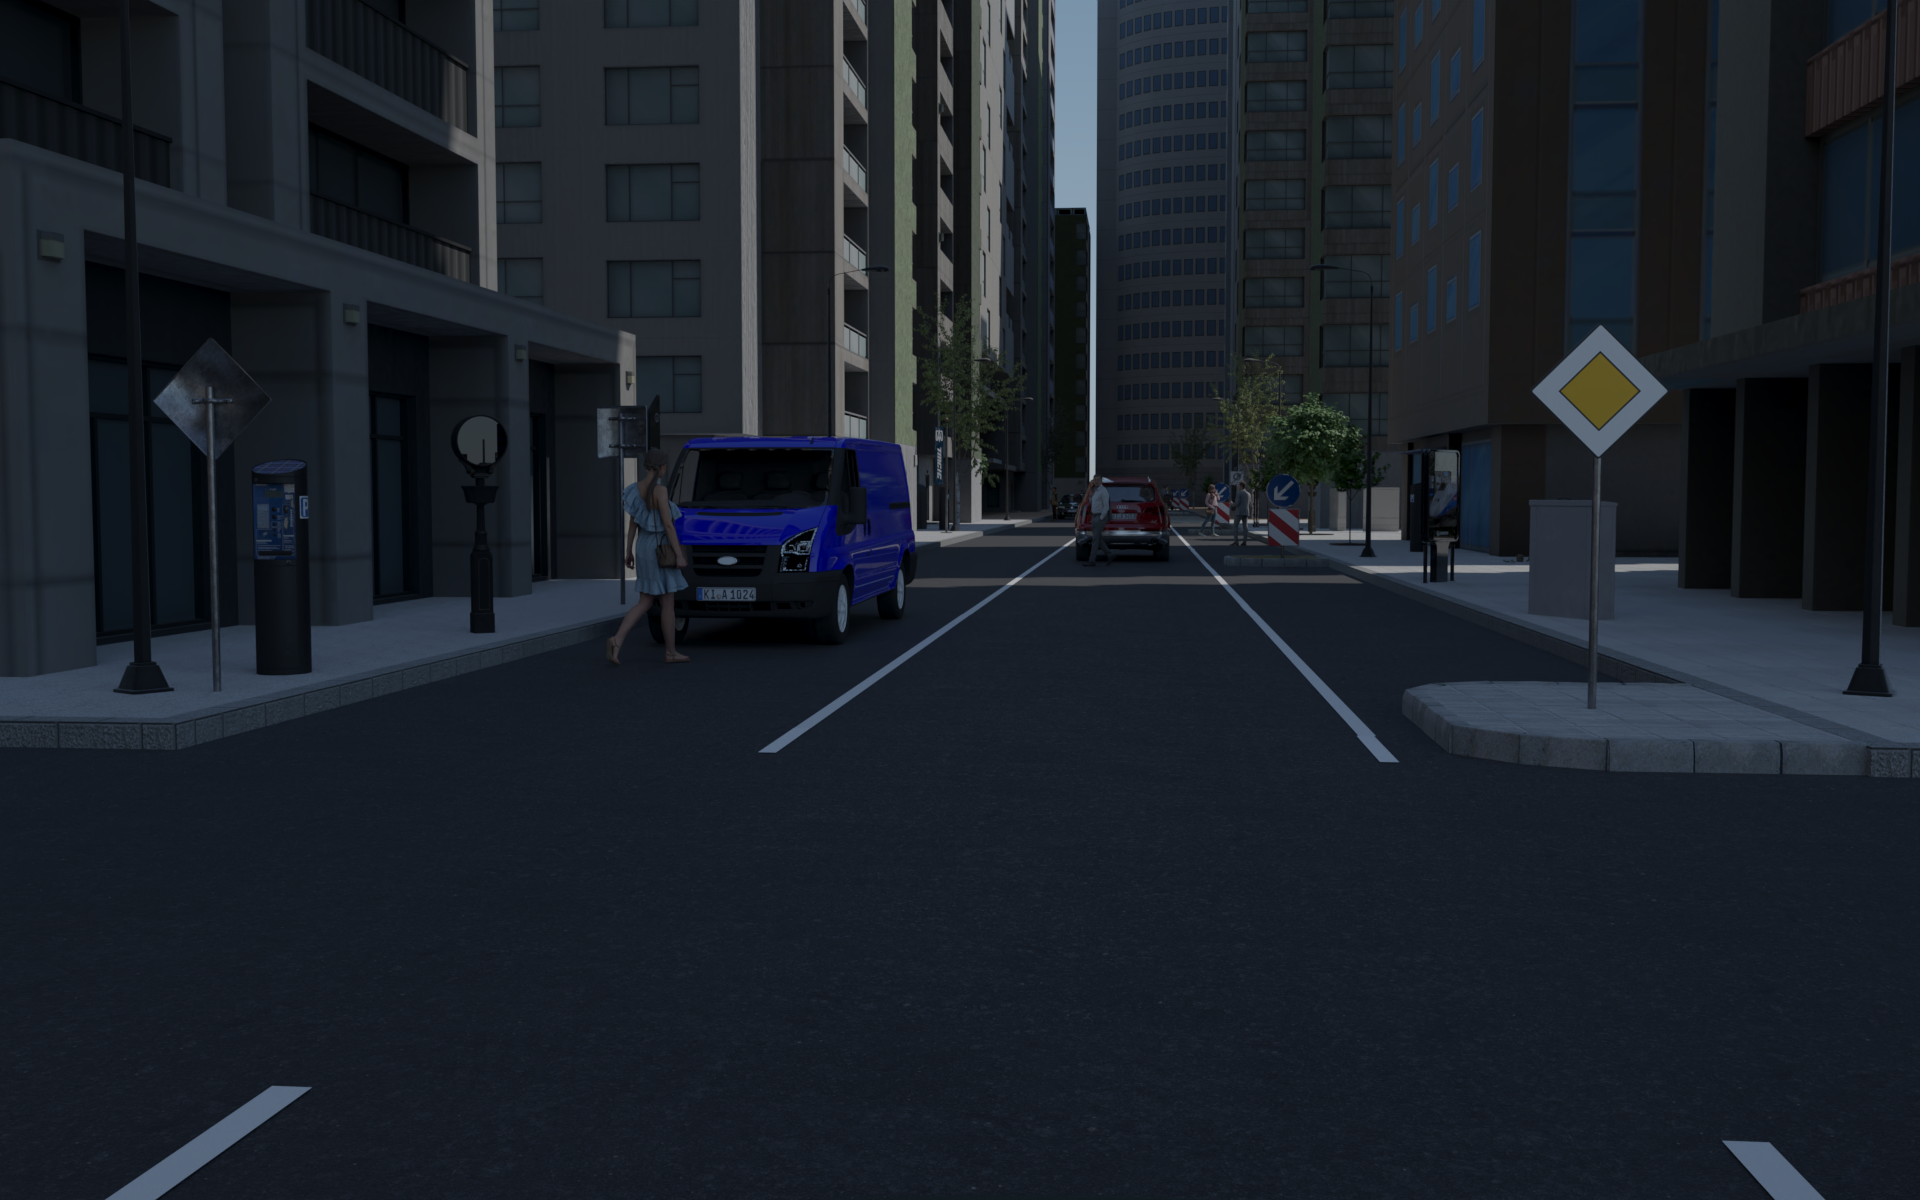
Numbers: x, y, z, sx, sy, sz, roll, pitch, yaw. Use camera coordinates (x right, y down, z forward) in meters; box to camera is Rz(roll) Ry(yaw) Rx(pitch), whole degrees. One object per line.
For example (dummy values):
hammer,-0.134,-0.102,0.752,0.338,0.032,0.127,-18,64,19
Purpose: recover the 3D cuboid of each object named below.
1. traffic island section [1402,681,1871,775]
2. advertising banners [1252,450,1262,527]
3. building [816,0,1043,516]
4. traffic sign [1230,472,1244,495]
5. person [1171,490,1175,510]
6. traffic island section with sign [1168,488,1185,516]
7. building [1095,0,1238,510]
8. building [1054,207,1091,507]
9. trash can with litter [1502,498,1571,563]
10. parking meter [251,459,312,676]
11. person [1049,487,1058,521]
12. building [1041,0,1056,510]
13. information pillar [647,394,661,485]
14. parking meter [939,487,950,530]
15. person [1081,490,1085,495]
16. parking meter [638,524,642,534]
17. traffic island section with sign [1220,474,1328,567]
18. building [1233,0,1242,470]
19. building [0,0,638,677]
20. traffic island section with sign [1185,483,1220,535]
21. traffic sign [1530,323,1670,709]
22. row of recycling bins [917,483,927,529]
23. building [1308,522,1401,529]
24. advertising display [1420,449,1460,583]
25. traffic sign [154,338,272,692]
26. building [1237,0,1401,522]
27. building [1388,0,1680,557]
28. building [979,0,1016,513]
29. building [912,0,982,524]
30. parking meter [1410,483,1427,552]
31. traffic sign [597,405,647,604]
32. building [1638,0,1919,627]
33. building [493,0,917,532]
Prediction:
traffic island section,3.795,0.729,10.359,2.009,0.180,2.903,0,4,6
advertising banners,11.558,-4.346,67.251,0.090,3.025,2.074,1,4,18
building,-1.619,-26.796,121.711,14.154,41.232,14.086,0,4,6
traffic sign,12.374,-4.605,77.420,0.606,2.300,0.079,1,4,9
person,18.600,-8.740,151.365,0.705,1.831,1.348,2,4,26
traffic island section with sign,14.391,-6.335,112.210,1.989,1.847,2.006,0,4,6
building,28.186,-38.921,178.351,28.212,58.520,21.231,0,4,6
building,6.262,-24.803,177.229,14.107,30.474,14.160,0,4,6
trash can with litter,11.141,-1.345,33.051,2.233,1.210,1.678,-2,4,-26
parking meter,-4.845,-0.242,12.374,0.372,1.533,0.369,0,3,0
person,5.007,-5.121,92.324,0.705,1.812,1.348,-1,4,-10
building,-5.972,-37.211,150.402,28.212,58.520,21.231,0,4,6
information pillar,-7.165,-3.012,40.607,0.183,3.616,0.504,1,4,19
parking meter,-0.567,-3.273,61.926,0.372,1.533,0.369,0,3,0
person,9.533,-7.608,133.337,0.683,1.767,0.568,0,4,-4
parking meter,-7.417,-1.941,40.151,0.372,1.533,0.369,0,3,0
traffic island section with sign,6.376,-1.618,35.074,1.989,1.847,2.006,0,4,6
building,32.609,-32.186,115.487,28.713,52.752,27.495,0,4,6
building,-15.606,-35.657,21.237,20.563,71.187,20.611,0,4,6
traffic island section with sign,9.174,-3.257,61.884,1.989,1.847,2.006,0,4,6
traffic sign,3.771,-0.406,10.284,0.795,2.450,0.064,0,4,6
row of recycling bins,-2.464,-3.396,62.645,1.069,1.692,3.534,3,5,40
building,21.025,-18.203,69.326,14.160,30.474,14.107,0,4,6
advertising display,6.977,-1.221,25.180,0.123,1.923,0.974,3,5,42
traffic sign,-4.825,-0.462,11.195,0.795,2.450,0.064,0,4,6
building,22.515,-19.855,96.330,14.160,30.474,14.107,0,4,6
building,18.228,-23.847,40.012,14.600,45.320,14.200,0,4,6
building,-10.980,-31.297,100.948,28.713,52.752,27.495,0,4,6
building,-6.690,-18.502,74.213,14.160,30.474,14.107,0,4,6
parking meter,10.179,-1.835,38.415,0.372,1.533,0.369,0,3,0
traffic sign,-3.913,-1.097,20.059,0.606,2.300,0.079,1,4,12
building,22.773,-22.193,17.484,28.867,44.769,22.147,0,4,6
building,-9.172,-22.530,51.968,14.154,41.232,14.086,0,4,6
